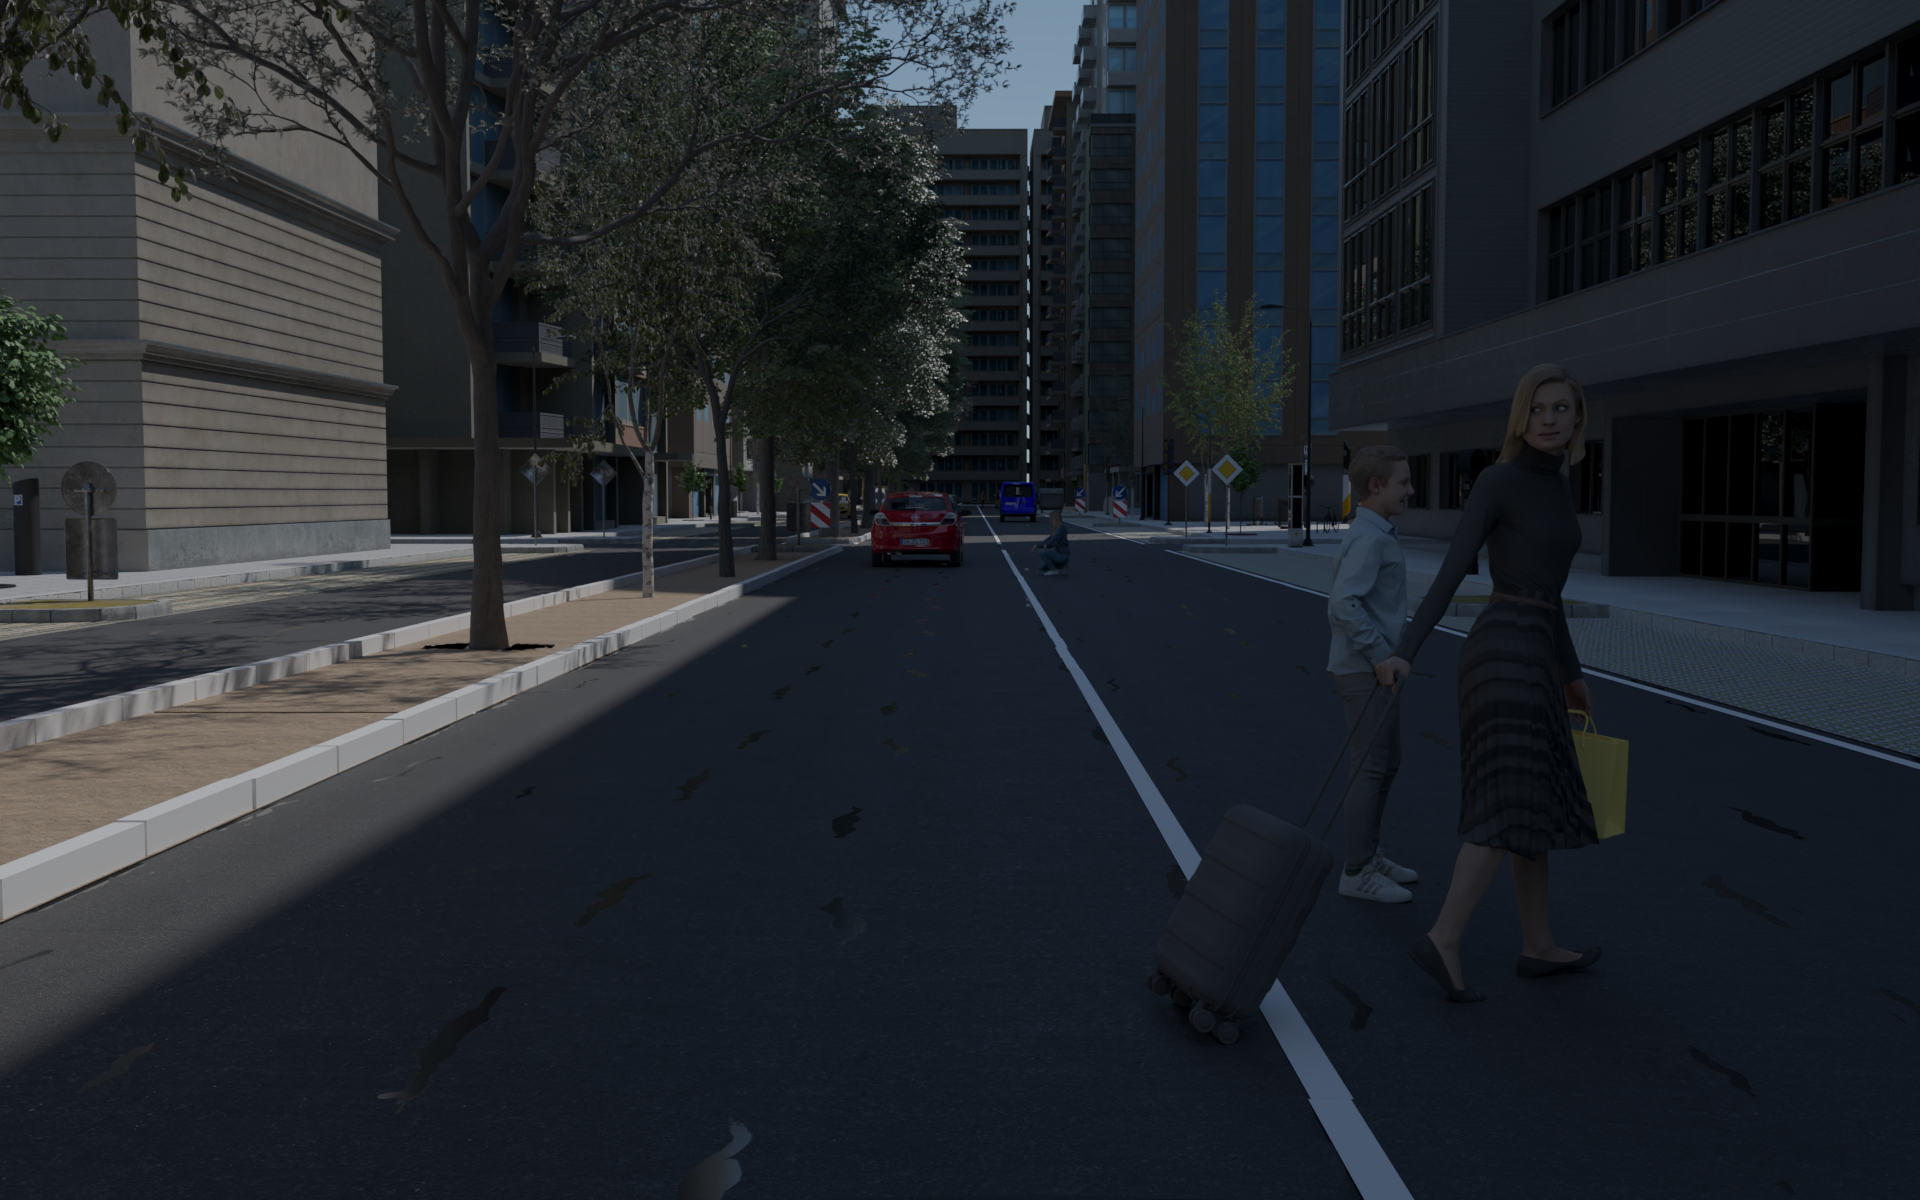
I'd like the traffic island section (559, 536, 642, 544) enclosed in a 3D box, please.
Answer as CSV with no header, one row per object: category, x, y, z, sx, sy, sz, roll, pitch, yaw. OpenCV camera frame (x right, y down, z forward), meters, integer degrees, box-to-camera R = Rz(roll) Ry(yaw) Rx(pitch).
traffic island section,-10.488,-1.752,50.929,2.009,0.180,2.903,0,4,0

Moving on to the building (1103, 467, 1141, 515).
building,26.056,-25.734,112.630,32.217,40.220,23.993,0,4,0

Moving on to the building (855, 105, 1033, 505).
building,-2.310,-36.438,219.460,21.600,48.544,21.300,0,4,0

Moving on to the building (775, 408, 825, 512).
building,-25.246,-18.079,140.635,27.650,21.520,28.899,0,4,0

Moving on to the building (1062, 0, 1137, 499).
building,21.673,-32.858,156.834,23.786,49.044,30.456,0,4,0

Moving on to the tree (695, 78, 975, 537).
tree,-4.088,-8.867,54.089,9.857,13.997,8.962,0,3,0

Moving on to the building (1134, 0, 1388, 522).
building,16.269,-26.628,85.485,14.600,45.320,14.200,0,4,0

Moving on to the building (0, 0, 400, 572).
building,-30.284,-13.189,34.728,34.723,24.649,14.460,0,4,0

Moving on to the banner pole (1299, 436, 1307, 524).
banner pole,14.766,-5.154,74.284,0.863,3.779,0.401,-2,4,-34

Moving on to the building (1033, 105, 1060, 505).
building,19.425,-36.434,219.399,21.600,48.544,21.300,0,4,0

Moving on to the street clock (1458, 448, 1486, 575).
street clock,8.133,-1.405,27.547,0.471,2.002,0.358,-3,5,-42

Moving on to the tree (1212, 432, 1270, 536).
tree,8.634,-3.634,54.016,1.663,3.219,1.824,0,3,0

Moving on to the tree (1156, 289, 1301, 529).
tree,9.999,-6.884,62.922,4.737,8.622,4.395,0,3,0

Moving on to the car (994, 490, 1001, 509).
car,4.477,-9.965,171.597,2.281,1.827,5.304,0,4,1

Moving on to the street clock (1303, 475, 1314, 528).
street clock,13.105,-3.715,65.306,0.358,2.002,0.471,-2,4,-33

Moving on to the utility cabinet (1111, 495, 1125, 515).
utility cabinet,9.450,-5.800,103.509,0.318,1.500,1.173,-1,4,-23

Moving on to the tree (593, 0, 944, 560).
tree,-4.256,-7.145,37.402,7.486,12.596,7.792,0,3,0

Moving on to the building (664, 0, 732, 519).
building,-20.656,-27.261,95.822,14.600,45.320,14.200,0,4,0

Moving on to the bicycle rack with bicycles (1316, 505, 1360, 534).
bicycle rack with bicycles,12.871,-2.652,56.745,2.852,0.926,2.925,1,4,20

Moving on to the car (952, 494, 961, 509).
car,-0.973,-9.522,167.486,2.131,1.459,4.920,0,4,1

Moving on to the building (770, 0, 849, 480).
building,-25.784,-35.388,167.829,28.713,52.752,27.495,0,4,0

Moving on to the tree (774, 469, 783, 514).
tree,-12.188,-7.226,112.751,1.663,3.219,1.824,0,3,0

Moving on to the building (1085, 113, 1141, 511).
building,16.622,-22.204,134.741,14.160,30.474,14.107,0,4,0

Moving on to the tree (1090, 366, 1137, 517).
tree,9.619,-9.070,98.663,4.360,8.622,3.978,0,3,0

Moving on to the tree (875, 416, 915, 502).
tree,-3.936,-7.781,80.032,4.737,8.622,4.395,0,3,0

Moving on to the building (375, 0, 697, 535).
building,-22.468,-25.183,66.370,22.147,44.769,28.867,0,4,0

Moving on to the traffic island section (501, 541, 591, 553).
traffic island section,-10.535,-1.264,42.944,2.009,0.180,2.903,0,4,0

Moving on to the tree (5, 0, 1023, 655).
tree,-4.311,-6.274,15.406,12.009,13.543,11.850,0,3,0

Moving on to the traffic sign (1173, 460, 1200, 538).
traffic sign,6.629,-2.881,50.747,0.795,2.450,0.064,0,4,0

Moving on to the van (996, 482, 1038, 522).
van,3.004,-5.253,90.268,2.240,2.365,5.245,0,4,1

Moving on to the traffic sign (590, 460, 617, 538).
traffic sign,-10.464,-2.888,50.867,0.795,2.450,0.064,0,4,0

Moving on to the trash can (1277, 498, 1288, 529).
trash can,11.989,-3.176,63.586,0.748,1.137,0.748,0,3,0

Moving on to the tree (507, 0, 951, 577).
tree,-3.981,-5.686,29.832,8.767,10.594,7.601,0,4,0

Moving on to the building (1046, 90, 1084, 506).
building,20.622,-32.535,186.577,22.147,44.769,28.867,0,4,0

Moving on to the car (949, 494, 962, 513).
car,-0.954,-4.363,83.132,2.131,1.459,4.920,0,4,0

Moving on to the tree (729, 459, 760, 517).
tree,-12.210,-6.202,95.998,1.663,3.219,1.824,0,3,0

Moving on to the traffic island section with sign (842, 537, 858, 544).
traffic island section with sign,-4.031,-2.594,50.547,2.006,1.907,1.989,0,4,0

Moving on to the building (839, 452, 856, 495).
building,-18.909,-31.288,195.150,14.086,41.232,14.154,0,4,0

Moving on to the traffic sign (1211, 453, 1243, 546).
traffic sign,6.582,-2.393,42.762,0.795,2.450,0.064,0,4,0

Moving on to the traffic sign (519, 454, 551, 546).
traffic sign,-10.511,-2.400,42.882,0.795,2.450,0.064,0,4,0

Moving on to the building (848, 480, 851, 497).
building,-25.272,-32.579,224.546,23.993,40.220,32.217,0,4,0

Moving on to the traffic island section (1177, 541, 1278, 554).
traffic island section,6.606,-1.257,42.839,2.009,0.180,2.903,0,4,0

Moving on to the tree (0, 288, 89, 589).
tree,-13.579,-2.431,23.465,4.285,4.588,4.351,0,3,0

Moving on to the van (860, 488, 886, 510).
van,-5.854,-6.889,119.644,2.013,2.044,4.112,0,4,-1

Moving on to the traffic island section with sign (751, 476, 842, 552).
traffic island section with sign,-4.084,-2.141,43.140,2.006,1.907,1.989,0,4,0

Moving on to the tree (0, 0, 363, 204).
tree,-4.291,-3.331,7.285,4.360,8.622,3.978,0,3,0

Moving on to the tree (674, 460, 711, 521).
tree,-12.801,-5.410,83.058,1.663,3.219,1.824,0,3,0

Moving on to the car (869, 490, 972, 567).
car,-0.837,-1.626,35.633,2.155,1.783,4.494,0,4,1

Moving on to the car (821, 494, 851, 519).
car,-7.213,-5.619,102.094,2.015,1.641,3.980,0,4,-1

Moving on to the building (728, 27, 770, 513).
building,-20.510,-26.572,118.048,14.154,41.232,14.086,0,4,0

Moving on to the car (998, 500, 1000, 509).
car,4.533,-9.207,162.332,2.131,1.459,4.920,0,4,-2

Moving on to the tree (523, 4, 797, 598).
tree,-4.306,-4.343,23.824,4.360,8.622,3.978,0,3,0

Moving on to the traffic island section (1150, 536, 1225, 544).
traffic island section,6.653,-1.746,50.824,2.009,0.180,2.903,0,4,0

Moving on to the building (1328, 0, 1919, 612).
building,15.831,-12.704,26.775,14.314,24.678,30.058,0,4,0
